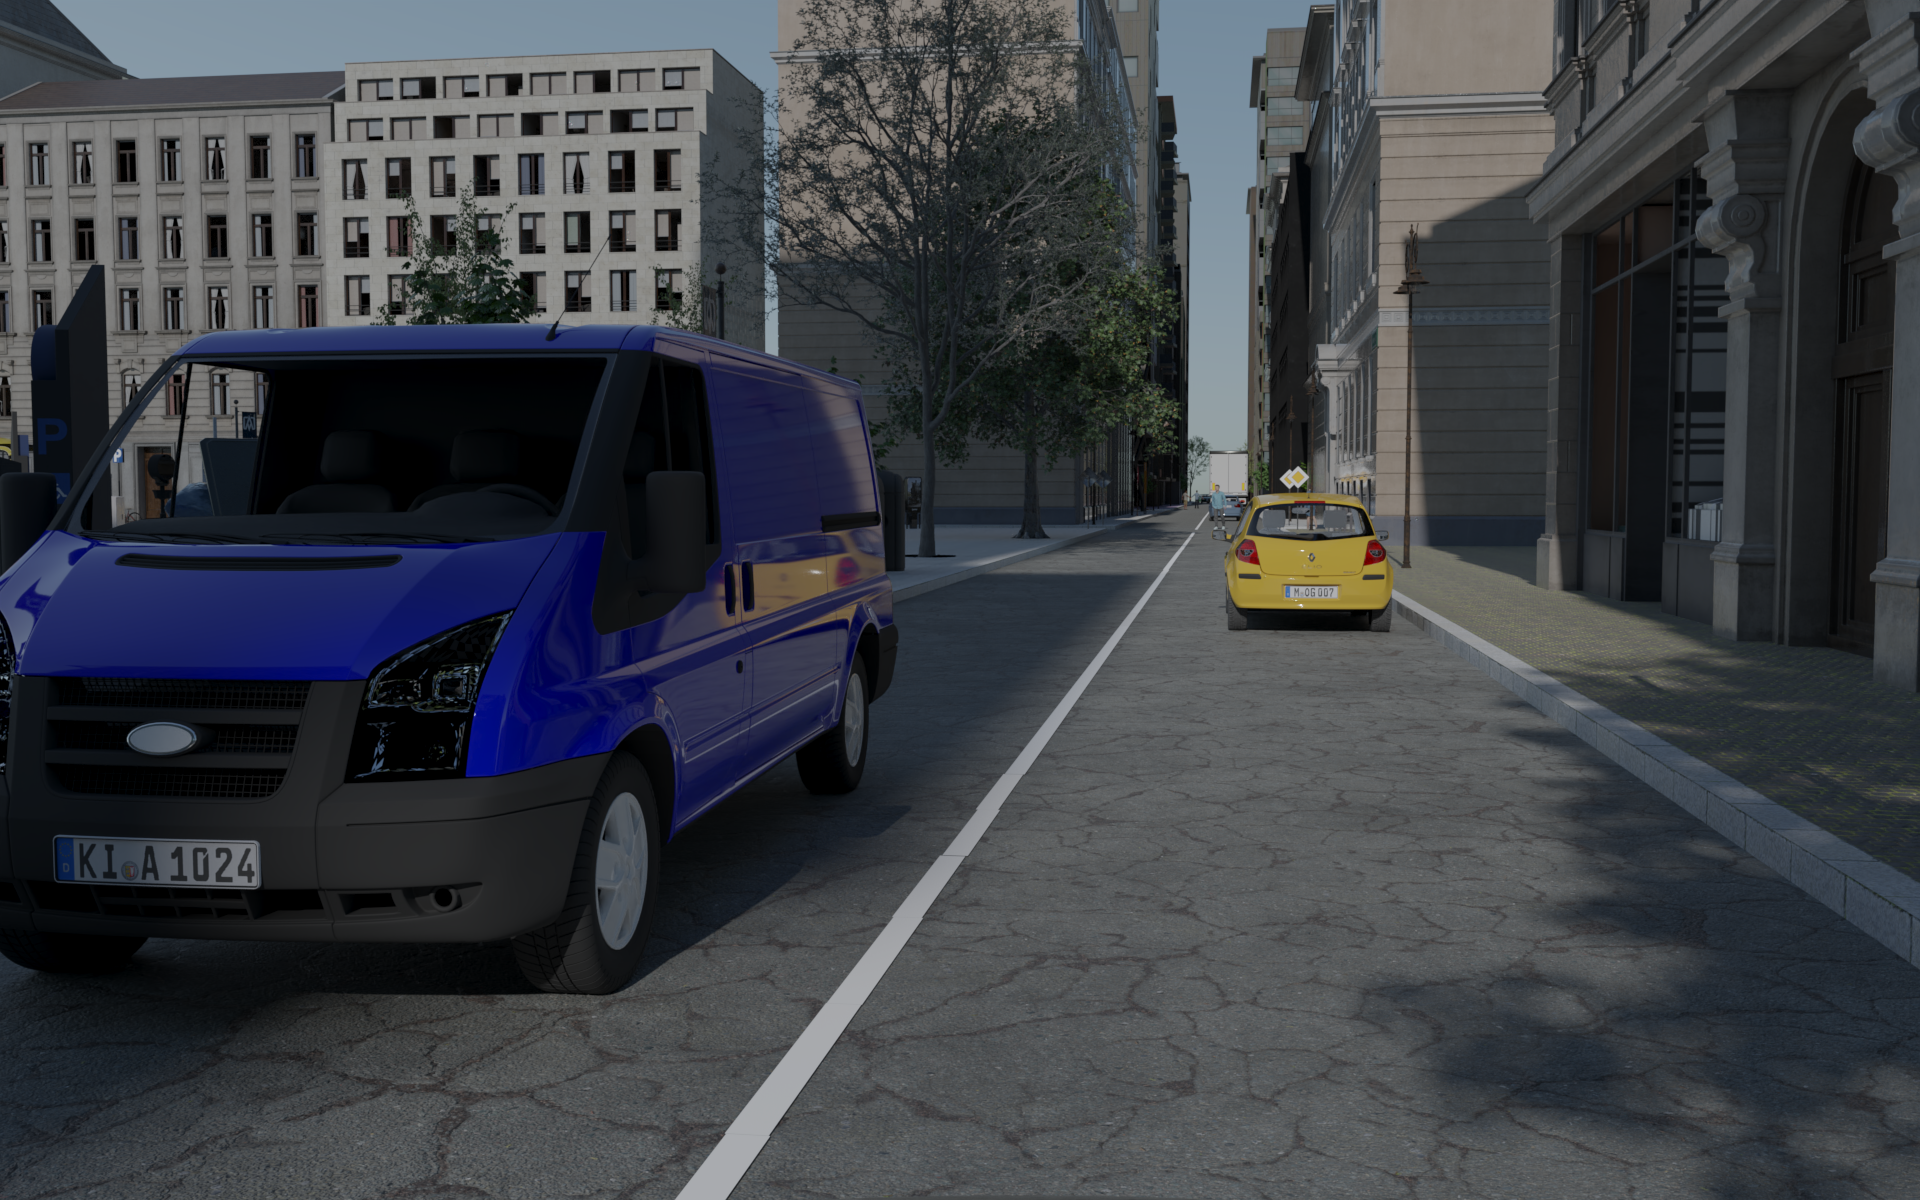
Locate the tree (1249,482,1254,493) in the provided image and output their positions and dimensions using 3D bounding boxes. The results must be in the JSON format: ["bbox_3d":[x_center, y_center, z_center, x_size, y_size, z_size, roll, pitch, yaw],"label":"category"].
[{"bbox_3d":[38.966,-14.293,228.284,1.663,3.219,1.824,0,3,0],"label":"tree"}]

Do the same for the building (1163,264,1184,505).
[{"bbox_3d":[19.518,-26.794,209.782,14.160,30.474,14.107,1,4,9],"label":"building"}]

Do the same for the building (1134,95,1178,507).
[{"bbox_3d":[12.333,-32.668,188.739,22.147,44.769,28.867,1,4,9],"label":"building"}]

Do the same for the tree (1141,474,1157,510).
[{"bbox_3d":[15.566,-9.109,143.539,1.663,3.219,1.824,0,3,0],"label":"tree"}]

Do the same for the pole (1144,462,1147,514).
[{"bbox_3d":[11.934,-7.205,111.644,0.158,3.312,0.155,0,3,0],"label":"pole"}]

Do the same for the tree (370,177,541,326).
[{"bbox_3d":[-12.024,-5.535,40.864,4.737,8.622,4.395,0,3,0],"label":"tree"}]

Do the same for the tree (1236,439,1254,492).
[{"bbox_3d":[39.043,-17.299,233.204,4.737,8.622,4.395,0,3,0],"label":"tree"}]

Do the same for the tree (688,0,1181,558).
[{"bbox_3d":[-0.523,-7.610,34.790,12.009,13.543,11.850,0,3,0],"label":"tree"}]

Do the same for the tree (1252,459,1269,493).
[{"bbox_3d":[26.362,-9.970,146.727,4.285,4.588,4.351,0,3,0],"label":"tree"}]

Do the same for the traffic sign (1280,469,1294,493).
[{"bbox_3d":[13.359,-4.074,70.258,0.795,2.450,0.064,1,4,9],"label":"traffic sign"}]

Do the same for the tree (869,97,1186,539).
[{"bbox_3d":[1.972,-8.126,49.860,9.611,12.733,9.660,0,3,0],"label":"tree"}]

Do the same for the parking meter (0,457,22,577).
[{"bbox_3d":[-14.836,-1.303,27.012,0.255,1.863,0.399,2,4,32],"label":"parking meter"}]

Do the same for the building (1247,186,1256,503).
[{"bbox_3d":[47.741,-36.339,244.256,14.600,45.320,14.200,1,4,9],"label":"building"}]

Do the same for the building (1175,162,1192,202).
[{"bbox_3d":[22.497,-42.208,279.344,28.713,52.752,27.495,1,4,9],"label":"building"}]

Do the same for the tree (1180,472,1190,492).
[{"bbox_3d":[27.767,-14.600,222.425,4.285,4.588,4.351,0,3,0],"label":"tree"}]

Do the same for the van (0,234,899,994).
[{"bbox_3d":[-1.634,-0.150,6.840,2.240,2.365,5.245,0,4,8],"label":"van"}]

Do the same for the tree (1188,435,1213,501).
[{"bbox_3d":[40.511,-23.082,303.138,9.928,11.665,9.643,0,3,0],"label":"tree"}]

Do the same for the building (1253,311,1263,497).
[{"bbox_3d":[44.154,-20.242,176.003,27.650,21.520,28.899,1,4,9],"label":"building"}]

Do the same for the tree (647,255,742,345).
[{"bbox_3d":[-8.635,-6.324,53.752,4.737,8.622,4.395,0,3,0],"label":"tree"}]

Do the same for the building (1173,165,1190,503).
[{"bbox_3d":[22.726,-38.591,254.658,21.300,48.544,21.600,1,4,9],"label":"building"}]

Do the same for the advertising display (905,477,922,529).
[{"bbox_3d":[-1.727,-3.598,64.041,0.123,1.923,0.974,2,4,32],"label":"advertising display"}]

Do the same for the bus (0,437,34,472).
[{"bbox_3d":[-45.169,-5.105,75.015,12.252,3.916,2.896,0,4,8],"label":"bus"}]

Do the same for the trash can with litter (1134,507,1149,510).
[{"bbox_3d":[14.357,-7.833,139.127,2.233,1.210,1.678,2,4,26],"label":"trash can with litter"}]

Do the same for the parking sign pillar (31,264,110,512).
[{"bbox_3d":[-10.141,-1.915,19.782,1.447,3.967,1.447,-1,4,-9],"label":"parking sign pillar"}]

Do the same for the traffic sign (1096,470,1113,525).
[{"bbox_3d":[5.903,-4.144,71.404,0.795,2.450,0.064,1,4,9],"label":"traffic sign"}]

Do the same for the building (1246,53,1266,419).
[{"bbox_3d":[48.451,-37.545,203.105,28.713,52.752,27.495,1,4,9],"label":"building"}]

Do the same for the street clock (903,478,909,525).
[{"bbox_3d":[-2.103,-4.107,71.718,0.358,2.002,0.471,-3,5,-44],"label":"street clock"}]

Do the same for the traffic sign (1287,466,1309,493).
[{"bbox_3d":[12.163,-3.591,62.363,0.795,2.450,0.064,1,4,9],"label":"traffic sign"}]

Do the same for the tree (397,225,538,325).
[{"bbox_3d":[-3.323,-1.094,12.494,1.663,3.219,1.824,0,3,0],"label":"tree"}]

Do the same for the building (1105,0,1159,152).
[{"bbox_3d":[4.514,-34.984,161.227,28.713,52.752,27.495,1,4,9],"label":"building"}]

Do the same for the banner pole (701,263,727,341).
[{"bbox_3d":[-2.630,-1.749,18.615,0.401,3.779,0.863,1,4,10],"label":"banner pole"}]

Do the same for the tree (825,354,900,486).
[{"bbox_3d":[-1.655,-1.795,23.949,1.663,3.219,1.824,0,3,0],"label":"tree"}]

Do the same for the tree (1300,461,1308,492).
[{"bbox_3d":[17.709,-5.656,87.074,1.663,3.219,1.824,0,3,0],"label":"tree"}]

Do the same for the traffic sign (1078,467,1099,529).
[{"bbox_3d":[4.707,-3.662,63.509,0.795,2.450,0.064,1,4,9],"label":"traffic sign"}]

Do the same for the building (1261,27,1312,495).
[{"bbox_3d":[34.257,-28.840,155.131,14.154,41.232,14.086,1,4,9],"label":"building"}]
